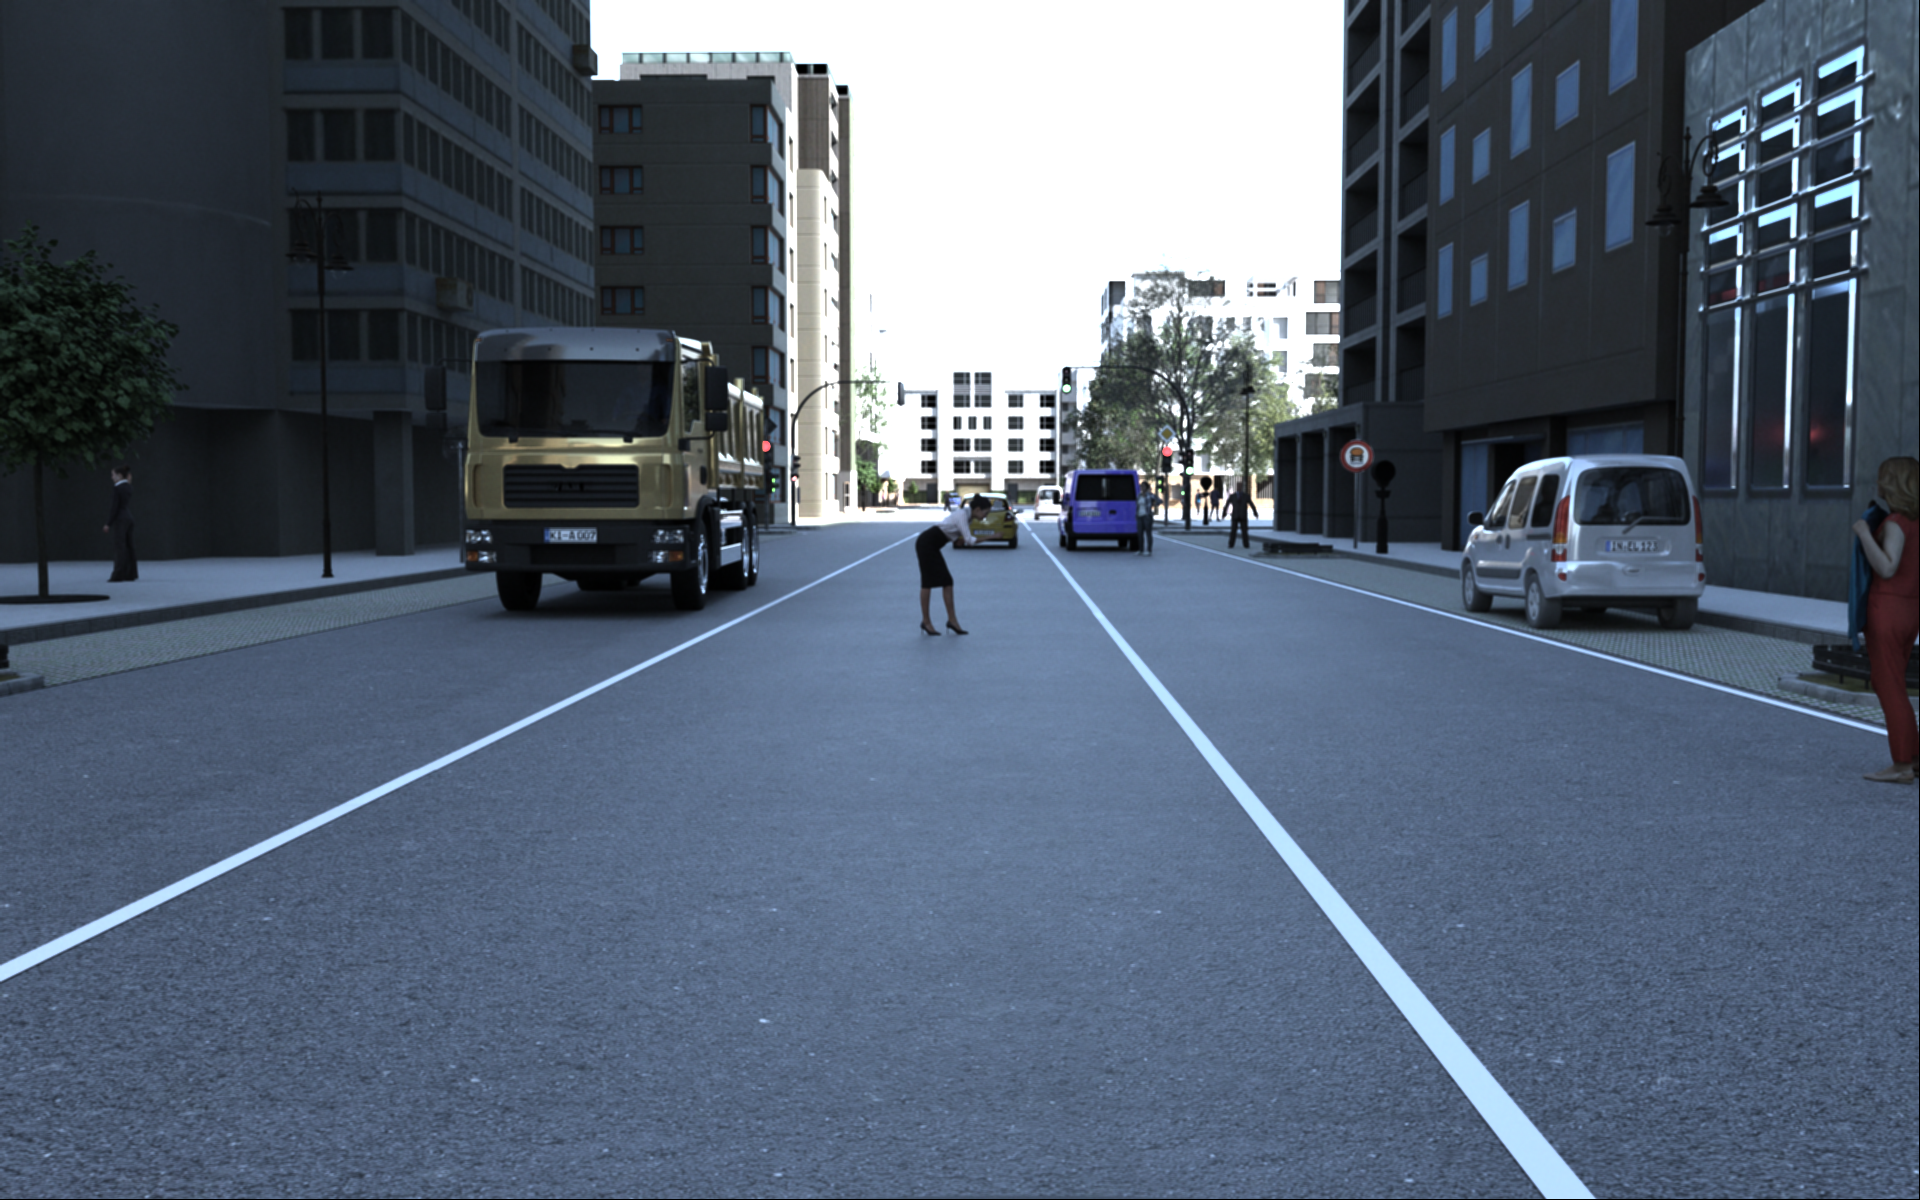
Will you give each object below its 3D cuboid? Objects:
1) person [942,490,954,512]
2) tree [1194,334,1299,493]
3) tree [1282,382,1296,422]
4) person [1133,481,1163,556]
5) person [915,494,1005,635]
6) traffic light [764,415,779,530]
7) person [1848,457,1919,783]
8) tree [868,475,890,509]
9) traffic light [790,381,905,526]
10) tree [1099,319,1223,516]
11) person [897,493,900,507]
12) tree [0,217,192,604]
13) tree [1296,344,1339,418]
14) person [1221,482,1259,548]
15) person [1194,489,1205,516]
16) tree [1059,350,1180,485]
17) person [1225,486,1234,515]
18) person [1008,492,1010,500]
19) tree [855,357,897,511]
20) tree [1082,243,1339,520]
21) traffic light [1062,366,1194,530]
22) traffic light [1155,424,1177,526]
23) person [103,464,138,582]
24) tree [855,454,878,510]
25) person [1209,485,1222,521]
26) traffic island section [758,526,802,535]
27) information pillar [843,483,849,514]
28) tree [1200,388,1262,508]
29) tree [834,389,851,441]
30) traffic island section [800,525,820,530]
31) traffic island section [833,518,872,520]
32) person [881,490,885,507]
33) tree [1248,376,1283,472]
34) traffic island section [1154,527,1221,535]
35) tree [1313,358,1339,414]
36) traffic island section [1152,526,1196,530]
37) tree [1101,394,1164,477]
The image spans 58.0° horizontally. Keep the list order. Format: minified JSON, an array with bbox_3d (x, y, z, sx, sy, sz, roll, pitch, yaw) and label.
[{"bbox_3d":[-1.029,-8.100,141.488,0.990,1.755,0.434,1,4,14],"label":"person"},{"bbox_3d":[20.211,-12.560,123.479,7.486,12.596,7.792,0,3,0],"label":"tree"},{"bbox_3d":[21.219,-9.056,98.423,4.737,8.622,4.395,0,3,0],"label":"tree"},{"bbox_3d":[4.338,-1.910,40.455,0.376,1.734,0.841,-3,4,-36],"label":"person"},{"bbox_3d":[-0.039,-0.363,17.625,0.799,1.438,0.628,-2,4,-29],"label":"person"},{"bbox_3d":[-6.885,-4.455,61.761,0.839,4.253,0.868,0,4,1],"label":"traffic light"},{"bbox_3d":[4.634,0.095,8.644,0.593,1.614,0.444,-1,4,-19],"label":"person"},{"bbox_3d":[-7.505,-9.676,152.807,1.663,3.219,1.824,0,3,0],"label":"tree"},{"bbox_3d":[-4.604,-5.814,69.729,4.771,5.953,1.251,0,4,1],"label":"traffic light"},{"bbox_3d":[11.695,-10.767,101.793,9.928,11.665,9.643,0,3,0],"label":"tree"},{"bbox_3d":[-6.162,-9.890,170.969,0.599,1.433,0.991,0,4,-5],"label":"person"},{"bbox_3d":[-11.105,-2.268,20.796,4.285,4.588,4.351,0,3,0],"label":"tree"},{"bbox_3d":[17.281,-7.464,72.401,4.737,8.622,4.395,0,3,0],"label":"tree"},{"bbox_3d":[7.379,-2.237,45.634,0.990,1.755,0.434,1,4,12],"label":"person"},{"bbox_3d":[13.876,-5.662,100.478,0.647,1.594,0.662,-2,4,-26],"label":"person"},{"bbox_3d":[12.530,-13.327,134.912,9.611,12.733,9.660,0,3,0],"label":"tree"},{"bbox_3d":[16.176,-5.940,103.824,0.551,1.740,0.621,0,4,0],"label":"person"},{"bbox_3d":[6.260,-12.879,219.997,0.530,1.710,0.541,1,4,15],"label":"person"},{"bbox_3d":[-8.363,-12.617,132.041,9.928,11.665,9.643,0,3,0],"label":"tree"},{"bbox_3d":[10.979,-10.663,84.711,12.009,13.543,11.850,0,3,0],"label":"tree"},{"bbox_3d":[5.979,-5.301,61.334,4.771,5.953,1.251,0,4,1],"label":"traffic light"},{"bbox_3d":[8.260,-4.923,69.409,0.839,4.253,0.868,0,4,1],"label":"traffic light"},{"bbox_3d":[-12.388,-1.143,25.541,0.445,1.727,0.742,-2,4,-26],"label":"person"},{"bbox_3d":[-8.315,-9.637,141.280,4.285,4.588,4.351,0,3,0],"label":"tree"},{"bbox_3d":[11.977,-4.542,81.231,0.530,1.710,0.541,-3,5,-41],"label":"person"},{"bbox_3d":[-6.925,-2.423,61.896,2.009,0.180,2.903,0,4,1],"label":"traffic island section"},{"bbox_3d":[-7.278,-6.513,110.971,0.304,2.012,0.304,-2,4,-25],"label":"information pillar"},{"bbox_3d":[17.588,-9.986,113.634,4.360,8.622,3.978,0,3,0],"label":"tree"},{"bbox_3d":[-8.749,-9.410,104.219,4.360,8.622,3.978,0,3,0],"label":"tree"},{"bbox_3d":[-6.737,-2.911,69.879,2.009,0.180,2.903,0,4,1],"label":"traffic island section"},{"bbox_3d":[-5.835,-4.387,94.598,1.991,0.108,1.994,0,4,1],"label":"traffic island section"},{"bbox_3d":[-7.488,-9.816,167.214,0.721,1.739,1.217,0,4,4],"label":"person"},{"bbox_3d":[19.620,-9.569,106.819,4.737,8.622,4.395,0,3,0],"label":"tree"},{"bbox_3d":[8.112,-2.401,61.539,2.009,0.180,2.903,0,4,1],"label":"traffic island section"},{"bbox_3d":[21.038,-8.689,92.431,4.360,8.622,3.978,0,3,0],"label":"tree"},{"bbox_3d":[8.300,-2.889,69.522,2.009,0.180,2.903,0,4,1],"label":"traffic island section"},{"bbox_3d":[11.333,-9.972,113.409,4.360,8.622,3.978,0,3,0],"label":"tree"}]
